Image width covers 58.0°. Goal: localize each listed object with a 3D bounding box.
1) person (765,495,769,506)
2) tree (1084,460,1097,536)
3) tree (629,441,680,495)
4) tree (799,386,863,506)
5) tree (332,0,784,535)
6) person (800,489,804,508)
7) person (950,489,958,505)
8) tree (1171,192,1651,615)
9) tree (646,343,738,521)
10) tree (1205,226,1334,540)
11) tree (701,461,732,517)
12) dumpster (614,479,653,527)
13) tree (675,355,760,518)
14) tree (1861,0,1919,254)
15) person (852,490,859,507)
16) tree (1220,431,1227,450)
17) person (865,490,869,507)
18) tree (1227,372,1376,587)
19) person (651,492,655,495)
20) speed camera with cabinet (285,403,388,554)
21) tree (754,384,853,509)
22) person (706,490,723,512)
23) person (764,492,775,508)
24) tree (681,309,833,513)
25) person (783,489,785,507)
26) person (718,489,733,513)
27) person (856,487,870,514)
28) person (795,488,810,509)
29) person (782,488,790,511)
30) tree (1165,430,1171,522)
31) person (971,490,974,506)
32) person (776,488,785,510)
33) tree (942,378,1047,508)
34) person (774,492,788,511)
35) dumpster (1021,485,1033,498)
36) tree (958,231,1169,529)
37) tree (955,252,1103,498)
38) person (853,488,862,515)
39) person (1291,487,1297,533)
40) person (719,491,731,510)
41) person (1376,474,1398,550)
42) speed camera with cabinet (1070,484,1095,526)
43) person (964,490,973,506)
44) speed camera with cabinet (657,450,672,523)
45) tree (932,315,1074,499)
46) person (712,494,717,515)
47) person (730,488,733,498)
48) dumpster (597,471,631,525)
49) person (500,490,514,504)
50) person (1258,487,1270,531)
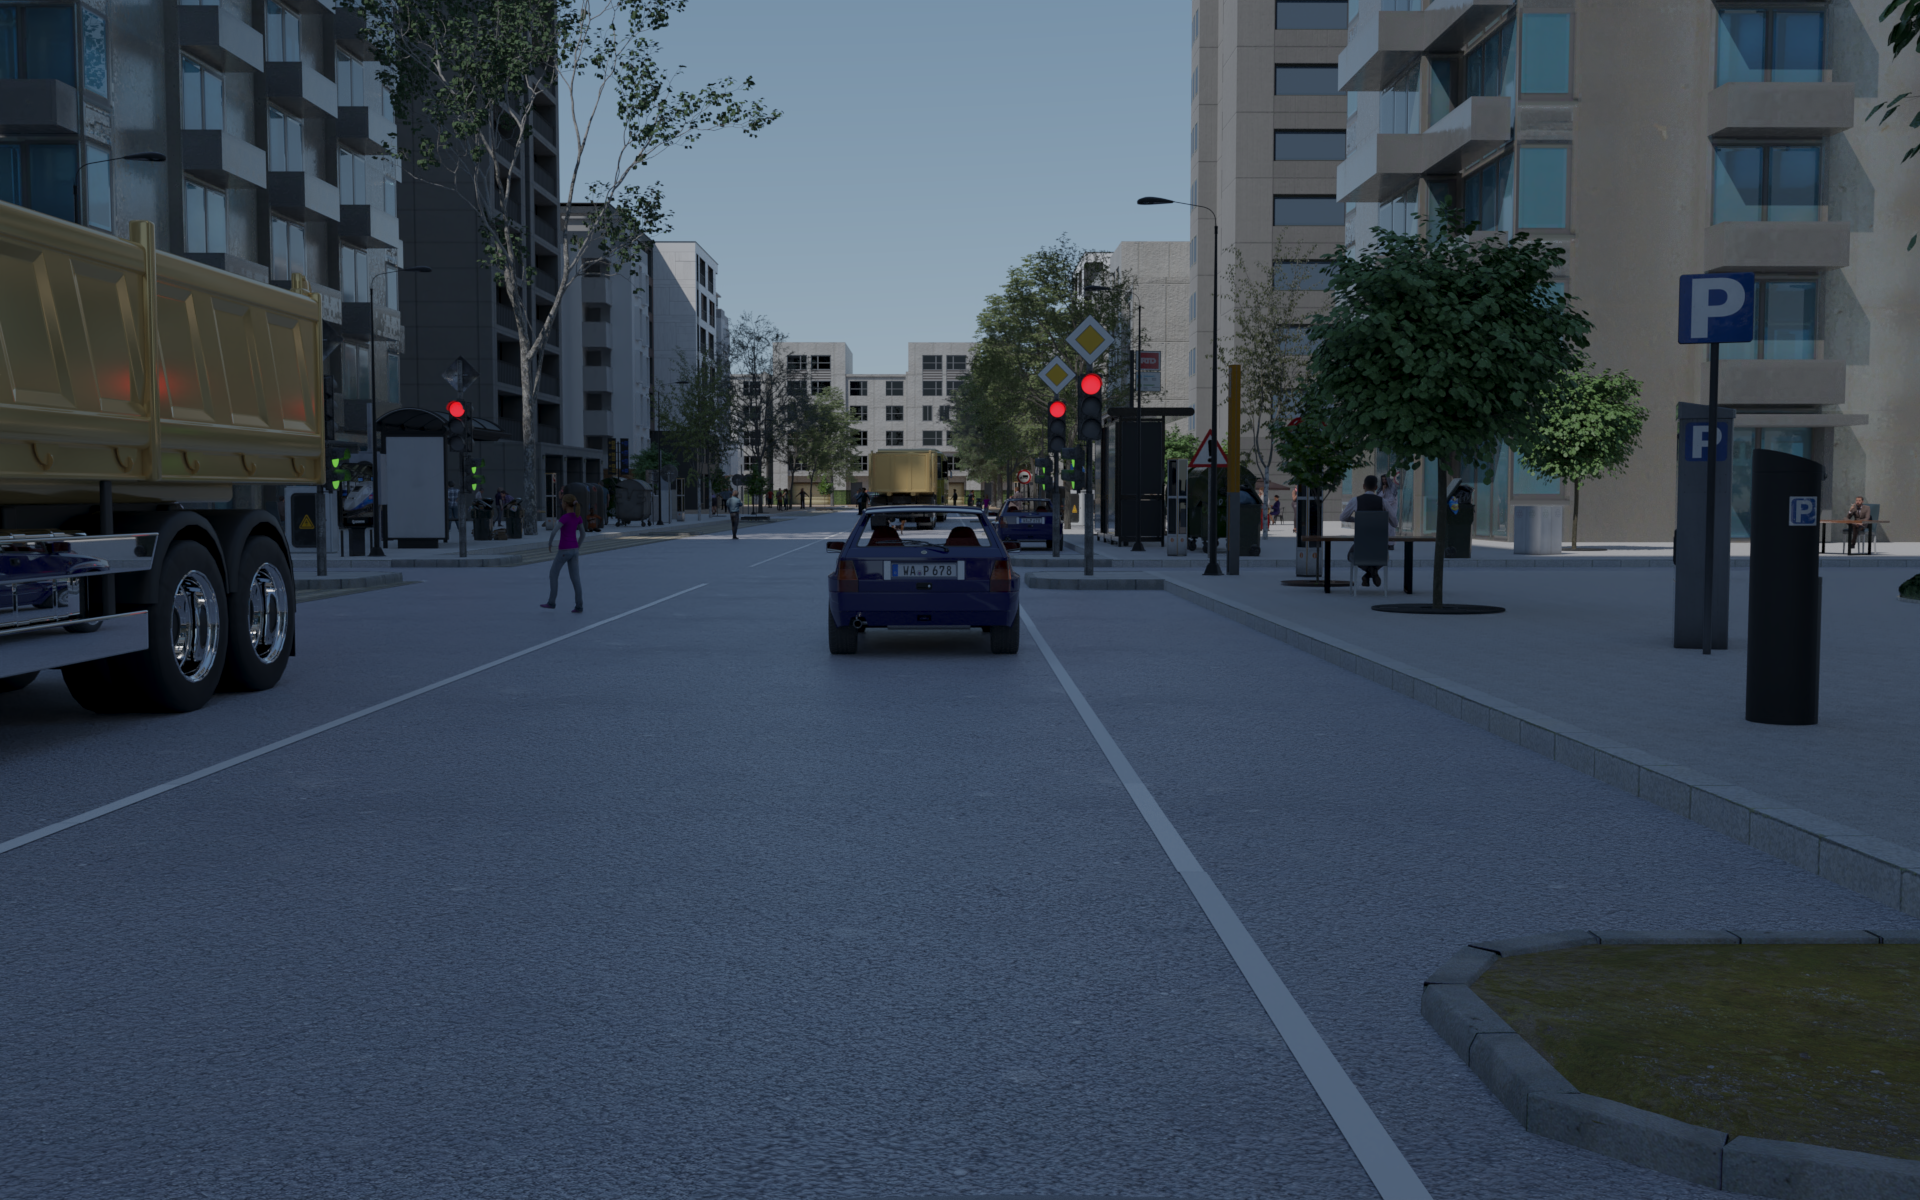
[{"bbox_3d":[-20.394,-10.757,182.640,1.217,1.735,0.721,1,4,19],"label":"person"},{"bbox_3d":[4.508,-3.614,53.698,1.663,3.219,1.824,0,3,0],"label":"tree"},{"bbox_3d":[-18.896,-7.516,106.592,4.285,4.588,4.351,0,3,0],"label":"tree"},{"bbox_3d":[-13.861,-16.147,182.129,7.486,12.596,7.792,0,3,0],"label":"tree"},{"bbox_3d":[-12.262,-12.032,52.618,12.611,20.169,13.585,0,3,0],"label":"tree"},{"bbox_3d":[-14.141,-9.101,155.519,0.551,1.740,0.621,2,4,26],"label":"person"},{"bbox_3d":[-0.463,-8.391,145.325,0.705,1.869,1.348,-2,4,-25],"label":"person"},{"bbox_3d":[5.240,-2.153,18.913,4.285,4.588,4.351,0,3,0],"label":"tree"},{"bbox_3d":[-12.871,-8.152,83.651,4.737,8.622,4.395,0,3,0],"label":"tree"},{"bbox_3d":[8.748,-6.015,48.703,4.360,8.622,3.978,0,3,0],"label":"tree"},{"bbox_3d":[-13.738,-6.379,98.894,1.663,3.219,1.824,0,3,0],"label":"tree"},{"bbox_3d":[-12.846,-3.812,68.092,1.264,1.857,1.865,0,4,0],"label":"dumpster"},{"bbox_3d":[-13.138,-8.695,92.531,4.360,8.622,3.978,0,3,0],"label":"tree"},{"bbox_3d":[4.791,-1.333,5.510,4.285,4.588,4.351,0,3,0],"label":"tree"},{"bbox_3d":[-10.921,-10.793,184.956,1.348,1.826,0.705,1,4,9],"label":"person"},{"bbox_3d":[8.168,-3.570,52.979,1.663,3.219,1.824,0,3,0],"label":"tree"},{"bbox_3d":[-7.583,-7.982,139.562,0.434,1.755,0.990,-3,4,-38],"label":"person"},{"bbox_3d":[4.980,-1.824,24.422,1.663,3.219,1.824,0,3,0],"label":"tree"},{"bbox_3d":[-17.421,-5.461,97.546,0.590,1.554,0.614,1,4,18],"label":"person"},{"bbox_3d":[-13.503,-2.639,37.481,2.038,3.252,0.660,0,4,-4],"label":"speed camera with cabinet"},{"bbox_3d":[-13.982,-12.895,145.245,7.601,10.594,8.767,2,4,25],"label":"tree"},{"bbox_3d":[-17.279,-7.040,121.871,1.217,1.736,0.721,0,4,6],"label":"person"},{"bbox_3d":[-17.397,-9.324,158.436,0.705,1.831,1.348,3,5,43],"label":"person"},{"bbox_3d":[-13.390,-12.529,115.224,12.009,13.543,11.850,0,3,0],"label":"tree"},{"bbox_3d":[-17.187,-9.985,169.428,0.705,1.807,1.348,-2,4,-31],"label":"person"},{"bbox_3d":[-16.118,-6.978,120.126,1.348,1.826,0.705,-1,4,-10],"label":"person"},{"bbox_3d":[-6.234,-6.368,112.249,1.348,1.869,0.705,3,5,44],"label":"person"},{"bbox_3d":[-13.514,-8.710,148.595,1.348,1.807,0.705,1,4,13],"label":"person"},{"bbox_3d":[-13.609,-7.850,135.107,0.721,1.735,1.217,2,4,34],"label":"person"},{"bbox_3d":[9.873,-5.836,79.139,4.285,4.588,4.351,0,3,0],"label":"tree"},{"bbox_3d":[1.172,-8.966,155.058,0.705,1.831,1.348,0,4,4],"label":"person"},{"bbox_3d":[-14.076,-7.940,136.395,0.750,1.759,0.617,-3,5,-41],"label":"person"},{"bbox_3d":[3.464,-16.252,172.378,9.857,13.997,8.962,0,3,0],"label":"tree"},{"bbox_3d":[-13.347,-7.314,128.883,1.065,1.426,0.557,-1,4,-16],"label":"person"},{"bbox_3d":[4.456,-6.365,109.828,1.264,1.857,1.865,0,4,-1],"label":"dumpster"},{"bbox_3d":[3.709,-7.834,62.490,8.767,10.594,7.601,2,4,32],"label":"tree"},{"bbox_3d":[3.493,-9.996,81.569,7.486,12.596,7.792,0,3,0],"label":"tree"},{"bbox_3d":[-6.818,-6.682,117.740,0.705,1.826,1.348,-3,5,-40],"label":"person"},{"bbox_3d":[11.072,-3.009,56.717,0.415,1.643,0.593,-1,4,-12],"label":"person"},{"bbox_3d":[-19.036,-8.163,139.501,1.348,1.826,0.705,0,4,7],"label":"person"},{"bbox_3d":[9.786,-2.019,39.720,0.551,1.740,0.621,2,4,26],"label":"person"},{"bbox_3d":[5.168,-4.605,69.631,0.660,3.252,2.038,-2,4,-33],"label":"speed camera with cabinet"},{"bbox_3d":[0.627,-7.505,132.006,0.742,1.727,0.445,1,4,12],"label":"person"},{"bbox_3d":[-13.254,-5.105,77.804,0.660,3.252,2.038,-1,4,-10],"label":"speed camera with cabinet"},{"bbox_3d":[3.399,-12.670,117.517,12.009,13.543,11.850,0,3,0],"label":"tree"},{"bbox_3d":[-15.284,-5.983,107.090,0.421,1.427,0.697,-3,4,-37],"label":"person"},{"bbox_3d":[-19.626,-8.734,148.840,0.705,1.824,1.348,-1,4,-17],"label":"person"},{"bbox_3d":[-14.444,-4.281,72.480,1.502,2.255,1.985,0,4,0],"label":"dumpster"},{"bbox_3d":[-16.749,-3.369,64.358,0.421,1.427,0.697,3,5,41],"label":"person"},{"bbox_3d":[10.492,-3.141,59.863,0.523,1.526,0.387,2,4,31],"label":"person"}]
